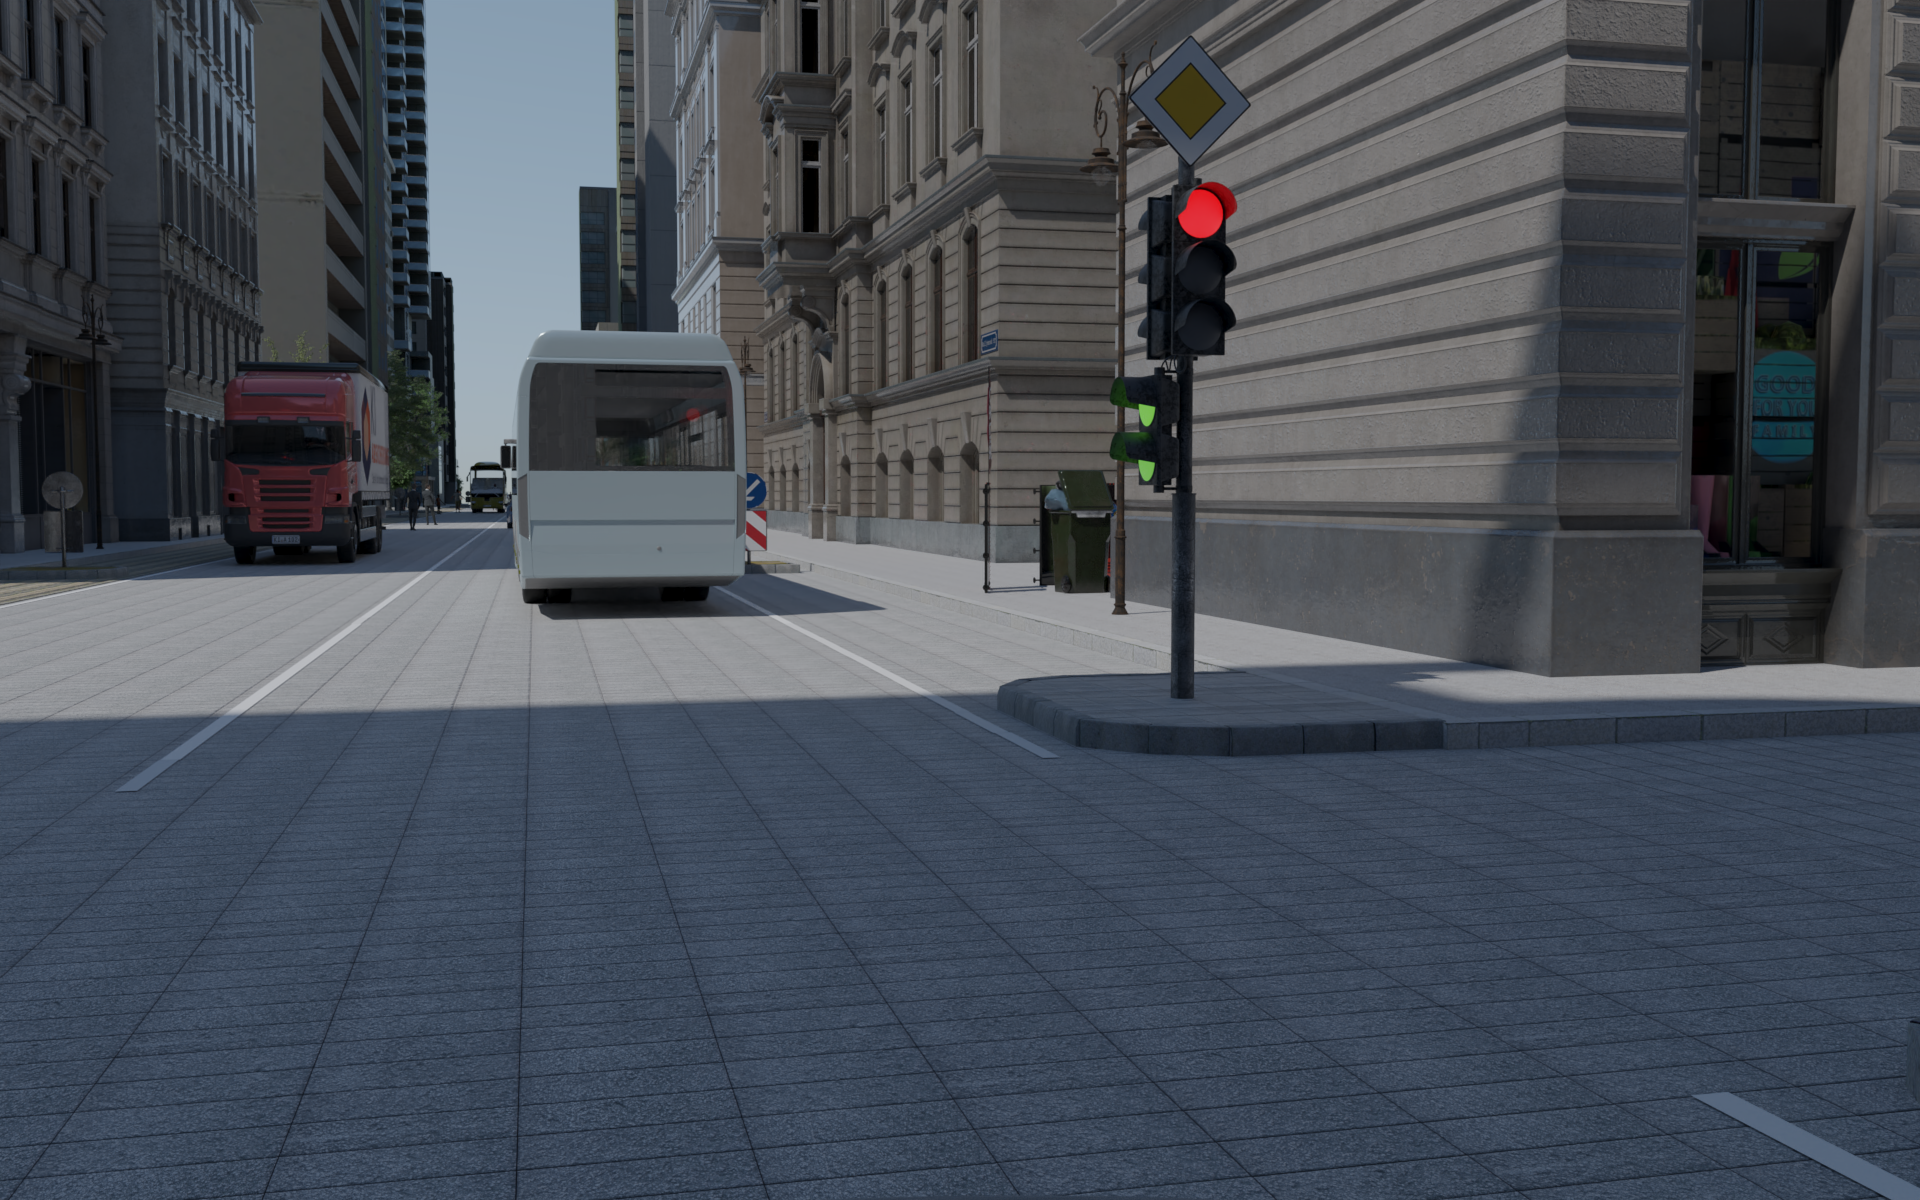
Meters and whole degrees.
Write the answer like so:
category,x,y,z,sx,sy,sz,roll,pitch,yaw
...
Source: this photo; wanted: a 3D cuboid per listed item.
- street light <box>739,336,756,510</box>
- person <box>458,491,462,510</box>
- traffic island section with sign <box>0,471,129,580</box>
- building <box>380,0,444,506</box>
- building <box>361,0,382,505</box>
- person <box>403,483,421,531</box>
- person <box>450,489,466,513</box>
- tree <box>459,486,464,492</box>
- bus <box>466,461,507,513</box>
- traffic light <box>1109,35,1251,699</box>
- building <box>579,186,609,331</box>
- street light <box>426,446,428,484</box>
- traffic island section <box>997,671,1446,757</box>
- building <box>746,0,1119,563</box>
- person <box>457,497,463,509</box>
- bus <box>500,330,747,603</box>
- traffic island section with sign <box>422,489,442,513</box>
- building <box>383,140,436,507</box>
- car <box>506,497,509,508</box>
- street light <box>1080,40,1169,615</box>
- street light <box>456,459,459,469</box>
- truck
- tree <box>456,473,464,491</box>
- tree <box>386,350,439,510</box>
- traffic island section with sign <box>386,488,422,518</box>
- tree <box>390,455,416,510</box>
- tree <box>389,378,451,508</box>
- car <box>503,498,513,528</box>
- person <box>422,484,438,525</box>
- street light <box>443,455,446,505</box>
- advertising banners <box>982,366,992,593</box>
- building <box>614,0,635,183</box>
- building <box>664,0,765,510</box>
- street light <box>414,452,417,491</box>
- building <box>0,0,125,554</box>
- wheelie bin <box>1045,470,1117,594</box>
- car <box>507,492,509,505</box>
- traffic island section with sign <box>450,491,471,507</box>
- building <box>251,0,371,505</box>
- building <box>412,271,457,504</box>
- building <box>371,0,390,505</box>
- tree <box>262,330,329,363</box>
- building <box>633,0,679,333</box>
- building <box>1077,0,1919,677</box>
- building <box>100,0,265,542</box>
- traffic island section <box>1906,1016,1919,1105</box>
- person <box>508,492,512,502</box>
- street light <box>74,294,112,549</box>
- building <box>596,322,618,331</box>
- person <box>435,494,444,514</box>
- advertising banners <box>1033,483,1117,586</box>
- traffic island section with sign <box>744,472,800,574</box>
category,x,y,z,sx,sy,sz,roll,pitch,yaw
street light,-6.285,-4.770,50.776,0.468,5.910,1.993,-1,4,-14
person,-44.070,-8.776,152.779,0.721,1.735,1.217,-2,4,-25
traffic island section with sign,-15.430,-1.285,29.645,1.989,1.847,2.006,-1,4,-14
building,-70.407,-54.007,195.685,22.319,86.520,31.000,-1,4,-14
building,-43.790,-25.844,106.145,14.154,41.232,14.086,-1,4,-14
person,-21.542,-3.665,68.196,0.659,1.850,0.755,-1,4,-9
person,-38.929,-7.693,134.276,1.348,1.824,0.705,1,4,13
tree,-68.561,-14.774,236.155,1.663,3.219,1.824,0,3,0
bus,-36.464,-8.714,134.015,2.896,3.916,12.252,-1,4,-14
traffic light,1.382,-1.338,10.792,0.839,4.253,0.868,-1,4,-14
building,-44.015,-33.636,233.546,14.154,41.232,14.086,-1,4,-14
street light,-50.316,-11.665,163.511,0.468,5.910,1.993,-1,4,-14
traffic island section,1.423,0.695,10.916,2.009,0.180,2.903,-1,4,-14
building,1.644,-14.061,48.978,14.460,24.649,34.723,-1,4,-14
person,-46.604,-9.288,161.078,1.217,1.735,0.721,3,5,43
bus,-5.391,-1.907,26.037,2.948,3.499,13.247,-1,4,-15
traffic island section with sign,-40.314,-7.498,131.224,1.989,1.847,2.006,-1,4,-14
building,-68.736,-29.197,169.252,32.217,40.220,23.993,-1,4,-14
car,-49.370,-10.786,185.394,2.155,1.783,4.494,-1,4,-12
street light,1.704,-2.782,18.269,0.468,5.910,1.993,-1,4,-14
street light,-66.345,-15.663,228.884,0.468,5.910,1.993,-1,4,-14
truck,-14.581,-3.068,39.078,2.839,4.237,11.283,-1,4,-14
tree,-68.242,-15.200,232.233,4.285,4.588,4.351,0,3,0
tree,-44.692,-13.284,135.321,7.486,12.596,7.792,0,3,0
traffic island section with sign,-33.837,-5.881,104.790,1.989,1.847,2.006,-1,4,-14
tree,-46.226,-9.693,142.186,4.285,4.588,4.351,0,3,0
tree,-49.159,-14.005,154.729,9.928,11.665,9.643,0,3,0
car,-18.398,-3.773,73.684,2.014,1.417,4.499,-1,4,-15
person,-24.484,-4.410,79.960,0.648,1.900,0.474,0,4,6
street light,-58.330,-13.651,195.982,0.468,5.910,1.993,-1,4,-14
advertising banners,0.377,-1.655,23.249,0.090,3.025,2.074,0,4,3
building,-19.021,-27.414,131.814,14.154,41.232,14.086,-1,4,-14
building,-5.423,-17.745,76.028,13.634,28.700,20.117,-1,4,-14
street light,-46.299,-10.661,147.096,0.468,5.910,1.993,-1,4,-14
building,-21.945,-10.655,25.124,10.553,20.767,40.483,-1,4,-14
wheelie bin,1.540,-0.896,22.559,0.980,1.594,0.693,-1,4,-22
car,-59.556,-13.223,224.871,2.281,1.827,5.304,-1,4,-12
traffic island section with sign,-53.533,-10.799,185.195,1.989,1.847,2.006,-1,4,-14
building,-42.554,-28.391,87.889,21.300,48.544,21.600,-1,4,-14
building,-71.889,-27.453,220.562,14.160,30.474,14.107,-1,4,-14
building,-47.592,-28.716,119.625,14.600,45.320,14.200,-1,4,-14
tree,-30.179,-7.819,78.195,4.737,8.622,4.395,0,3,0
building,-10.370,-34.842,111.667,21.231,58.520,28.212,-1,4,-14
building,11.964,-11.581,18.224,19.941,23.489,11.050,-1,4,-14
building,-28.058,-12.517,53.810,9.793,20.994,18.267,-1,4,-14
traffic island section,3.323,1.169,3.160,2.009,0.180,2.903,-1,4,-14
person,-57.399,-12.952,221.185,0.541,1.710,0.530,0,4,-7
street light,-20.062,-4.124,40.221,0.468,5.910,1.993,-1,4,-14
building,-26.315,-21.204,191.731,27.650,21.520,28.899,-1,4,-14
person,-36.631,-6.728,121.758,0.557,1.426,1.065,1,4,14
advertising banners,1.990,-1.732,24.507,2.074,3.025,0.090,-1,4,-23
traffic island section with sign,-4.088,-1.429,31.984,1.989,1.847,2.006,-1,4,-14
